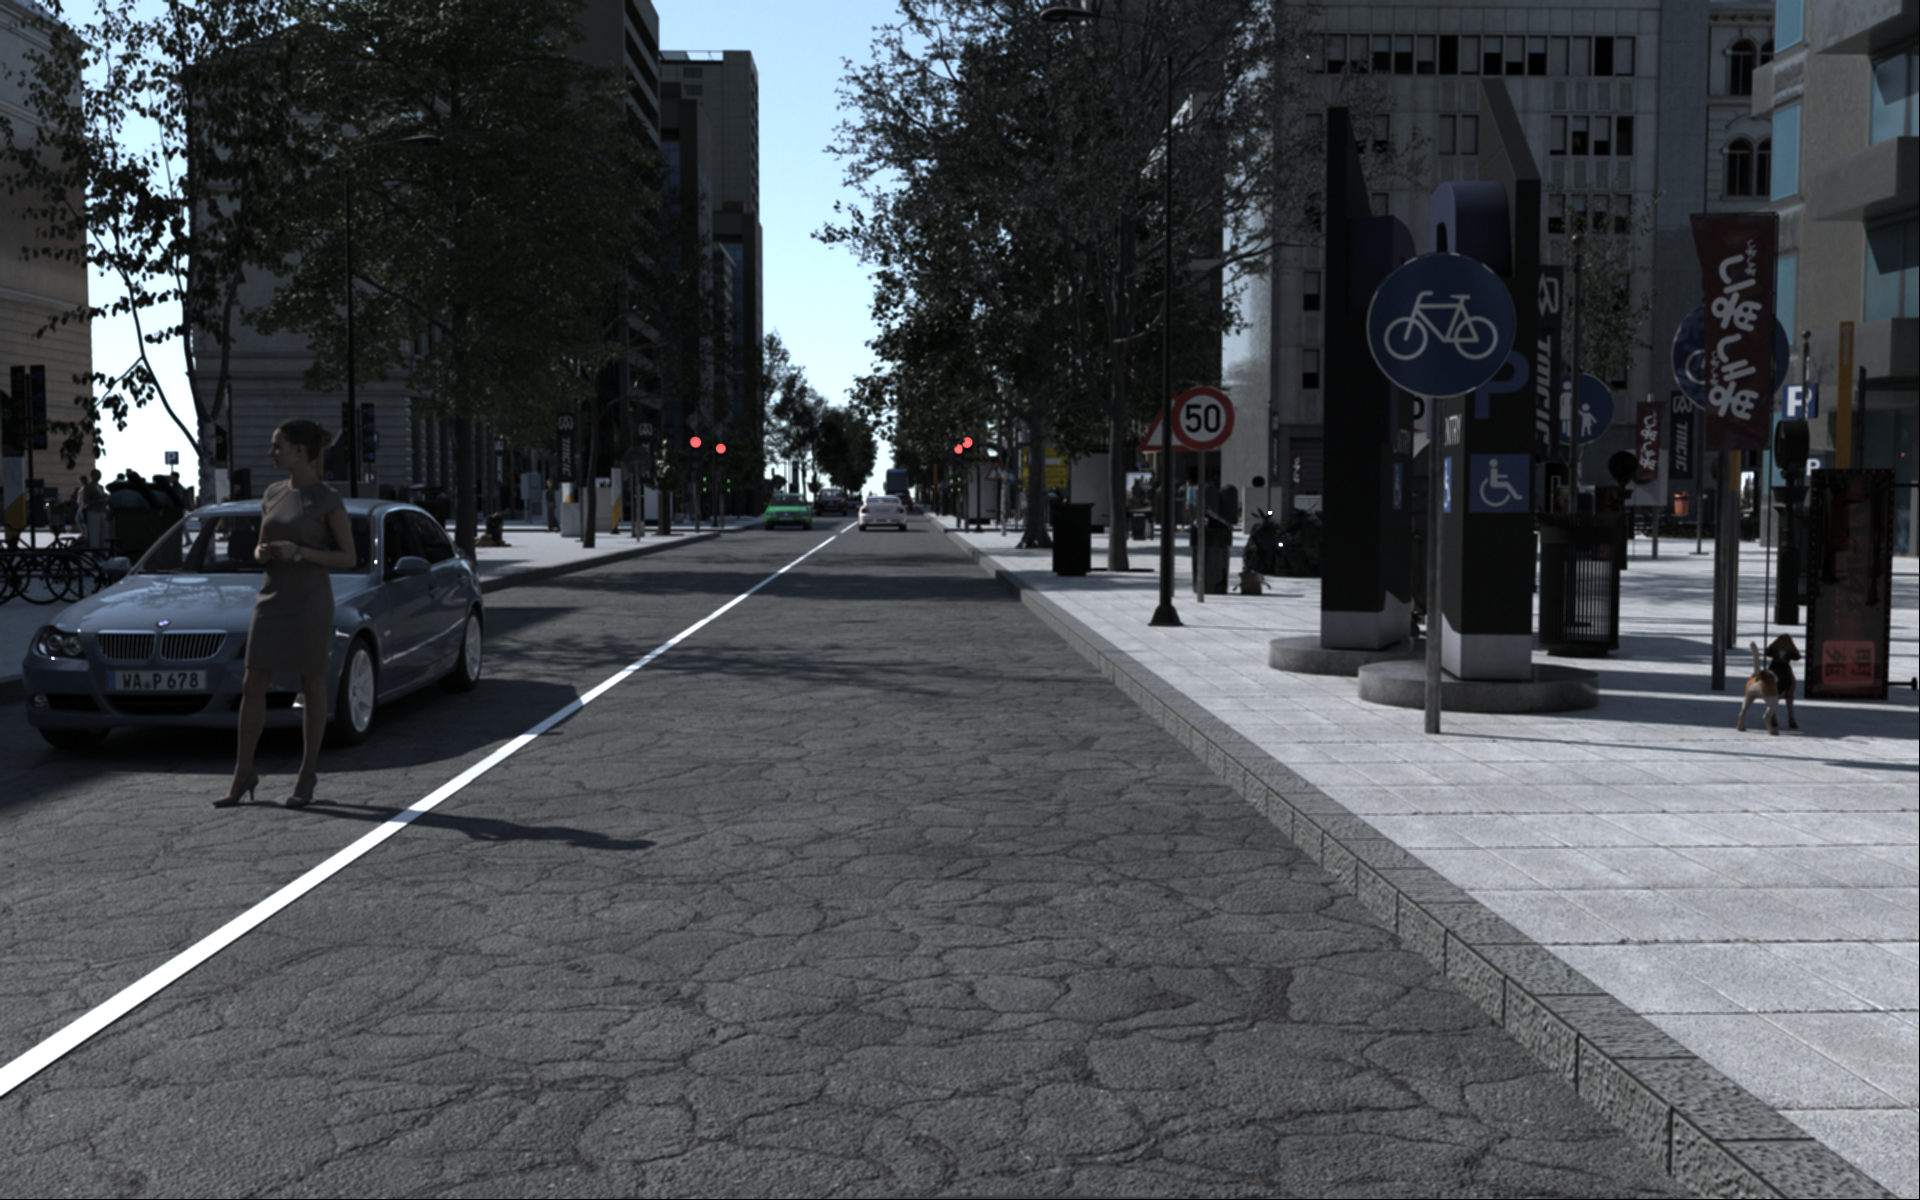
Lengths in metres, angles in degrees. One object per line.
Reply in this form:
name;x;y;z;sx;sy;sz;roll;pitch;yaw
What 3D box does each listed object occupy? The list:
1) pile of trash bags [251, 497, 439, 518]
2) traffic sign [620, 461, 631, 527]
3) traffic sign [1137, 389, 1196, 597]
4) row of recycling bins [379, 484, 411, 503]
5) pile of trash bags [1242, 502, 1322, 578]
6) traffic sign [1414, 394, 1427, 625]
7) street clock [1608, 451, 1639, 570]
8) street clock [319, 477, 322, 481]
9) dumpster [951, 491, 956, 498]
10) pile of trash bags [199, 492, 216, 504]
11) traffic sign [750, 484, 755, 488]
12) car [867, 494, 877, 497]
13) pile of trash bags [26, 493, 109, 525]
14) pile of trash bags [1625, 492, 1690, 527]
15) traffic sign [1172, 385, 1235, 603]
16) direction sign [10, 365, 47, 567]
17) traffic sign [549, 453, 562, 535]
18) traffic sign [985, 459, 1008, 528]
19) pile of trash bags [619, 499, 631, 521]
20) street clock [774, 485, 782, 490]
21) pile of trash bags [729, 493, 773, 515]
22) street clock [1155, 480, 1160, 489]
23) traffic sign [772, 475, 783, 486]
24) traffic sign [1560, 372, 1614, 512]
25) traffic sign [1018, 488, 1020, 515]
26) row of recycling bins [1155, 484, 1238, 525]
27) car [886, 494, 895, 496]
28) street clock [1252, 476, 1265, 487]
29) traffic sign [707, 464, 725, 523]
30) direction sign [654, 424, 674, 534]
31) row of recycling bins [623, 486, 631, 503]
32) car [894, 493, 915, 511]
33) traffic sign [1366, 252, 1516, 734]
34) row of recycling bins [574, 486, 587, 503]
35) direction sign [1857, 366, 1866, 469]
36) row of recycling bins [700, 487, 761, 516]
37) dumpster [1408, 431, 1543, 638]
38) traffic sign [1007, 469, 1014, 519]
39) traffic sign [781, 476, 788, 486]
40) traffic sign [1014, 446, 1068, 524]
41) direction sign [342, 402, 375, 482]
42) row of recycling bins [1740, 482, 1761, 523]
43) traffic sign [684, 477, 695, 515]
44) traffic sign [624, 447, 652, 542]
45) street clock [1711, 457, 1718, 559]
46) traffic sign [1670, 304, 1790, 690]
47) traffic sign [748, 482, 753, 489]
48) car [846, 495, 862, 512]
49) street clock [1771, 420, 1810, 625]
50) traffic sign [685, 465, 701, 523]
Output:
pile of trash bags;-8.965;-0.967;25.569;1.912;1.369;3.447;1;4;9
traffic sign;-13.118;-4.099;67.126;0.768;2.556;0.104;0;4;6
traffic sign;2.639;-1.316;21.518;0.884;2.594;0.081;0;4;0
row of recycling bins;-23.933;-3.919;71.189;3.534;1.692;1.069;1;4;11
pile of trash bags;6.315;-1.089;27.559;3.447;1.369;1.912;0;4;-8
traffic sign;4.541;-1.031;16.968;0.768;2.556;0.104;0;4;1
street clock;11.190;-1.510;29.267;0.471;2.002;0.358;2;4;25
street clock;-26.703;-4.169;72.737;0.471;2.002;0.358;1;4;14
dumpster;0.254;-6.007;100.711;1.502;2.255;1.985;0;4;-2
pile of trash bags;-41.592;-5.416;98.299;1.912;1.369;3.447;2;4;31
traffic sign;-13.719;-6.930;113.304;0.884;2.594;0.081;0;4;-1
car;-13.020;-15.264;259.153;1.945;1.707;3.694;0;4;-3
pile of trash bags;-37.092;-3.788;71.687;3.447;1.369;1.912;1;4;19
pile of trash bags;30.313;-4.020;75.482;1.912;1.369;3.447;2;4;33
traffic sign;2.851;-1.244;20.438;0.768;2.556;0.104;0;3;0
direction sign;-16.425;-2.362;30.609;0.876;3.537;0.379;2;4;26
traffic sign;-12.136;-3.218;52.720;0.768;2.556;0.104;0;4;6
traffic sign;1.378;-3.986;65.174;0.884;2.594;0.081;0;4;2
pile of trash bags;-15.845;-4.395;81.615;3.447;1.369;1.912;1;4;22
street clock;-12.287;-6.872;116.928;0.471;2.002;0.358;0;4;2
pile of trash bags;-13.297;-6.024;108.245;3.447;1.369;1.912;0;4;3
street clock;10.019;-5.112;88.148;0.358;2.002;0.471;1;4;12
traffic sign;-11.926;-6.911;113.097;0.768;2.556;0.104;0;4;6
traffic sign;6.433;-1.105;18.174;0.768;2.556;0.104;0;4;6
traffic sign;3.191;-5.721;93.637;0.768;2.556;0.104;0;4;4
row of recycling bins;10.043;-4.070;73.659;3.534;1.692;1.069;1;4;11
car;-6.395;-9.370;165.203;2.014;1.417;4.499;0;4;-3
street clock;12.155;-4.036;70.553;0.471;2.002;0.358;3;4;36
traffic sign;-10.308;-4.471;73.202;0.768;2.556;0.104;0;4;6
direction sign;-9.690;-3.920;56.090;0.876;3.537;0.379;-1;4;-18
row of recycling bins;-23.415;-6.784;118.035;1.069;1.692;3.534;0;4;6
car;-4.820;-8.259;144.082;2.155;1.783;4.494;0;4;-2
traffic sign;2.537;-0.558;9.221;0.768;2.556;0.104;0;4;7
row of recycling bins;-21.299;-5.716;100.577;1.069;1.692;3.534;1;4;15
direction sign;16.129;-2.388;31.042;0.379;3.537;0.876;2;4;32
row of recycling bins;-13.424;-5.768;101.425;3.534;1.692;1.069;-1;4;-18
dumpster;4.340;-0.597;15.527;1.264;1.857;1.865;0;4;-2
traffic sign;2.509;-5.413;88.602;0.768;2.556;0.104;0;4;-1
traffic sign;-13.117;-7.829;127.729;0.795;2.593;0.064;0;4;3
traffic sign;3.431;-4.857;73.292;2.265;3.308;0.079;0;4;-1
direction sign;-14.909;-3.119;42.990;0.379;3.537;0.876;3;5;39
row of recycling bins;27.422;-3.117;58.079;3.534;1.692;1.069;1;4;23
traffic sign;-14.022;-5.512;90.224;0.768;2.556;0.104;0;4;-2
traffic sign;-8.658;-2.839;46.526;0.768;2.556;0.104;0;4;4
street clock;14.710;-1.763;33.391;0.471;2.002;0.358;-2;4;-29
traffic sign;4.970;-0.683;11.275;0.768;2.556;0.104;0;4;0
traffic sign;-13.555;-6.793;111.166;0.768;2.556;0.104;0;4;1
car;-9.020;-7.985;143.134;1.945;1.354;3.894;0;4;-1
street clock;8.115;-0.757;16.949;0.358;2.002;0.471;1;4;14
traffic sign;-11.651;-4.614;75.547;0.768;2.556;0.104;0;4;8
